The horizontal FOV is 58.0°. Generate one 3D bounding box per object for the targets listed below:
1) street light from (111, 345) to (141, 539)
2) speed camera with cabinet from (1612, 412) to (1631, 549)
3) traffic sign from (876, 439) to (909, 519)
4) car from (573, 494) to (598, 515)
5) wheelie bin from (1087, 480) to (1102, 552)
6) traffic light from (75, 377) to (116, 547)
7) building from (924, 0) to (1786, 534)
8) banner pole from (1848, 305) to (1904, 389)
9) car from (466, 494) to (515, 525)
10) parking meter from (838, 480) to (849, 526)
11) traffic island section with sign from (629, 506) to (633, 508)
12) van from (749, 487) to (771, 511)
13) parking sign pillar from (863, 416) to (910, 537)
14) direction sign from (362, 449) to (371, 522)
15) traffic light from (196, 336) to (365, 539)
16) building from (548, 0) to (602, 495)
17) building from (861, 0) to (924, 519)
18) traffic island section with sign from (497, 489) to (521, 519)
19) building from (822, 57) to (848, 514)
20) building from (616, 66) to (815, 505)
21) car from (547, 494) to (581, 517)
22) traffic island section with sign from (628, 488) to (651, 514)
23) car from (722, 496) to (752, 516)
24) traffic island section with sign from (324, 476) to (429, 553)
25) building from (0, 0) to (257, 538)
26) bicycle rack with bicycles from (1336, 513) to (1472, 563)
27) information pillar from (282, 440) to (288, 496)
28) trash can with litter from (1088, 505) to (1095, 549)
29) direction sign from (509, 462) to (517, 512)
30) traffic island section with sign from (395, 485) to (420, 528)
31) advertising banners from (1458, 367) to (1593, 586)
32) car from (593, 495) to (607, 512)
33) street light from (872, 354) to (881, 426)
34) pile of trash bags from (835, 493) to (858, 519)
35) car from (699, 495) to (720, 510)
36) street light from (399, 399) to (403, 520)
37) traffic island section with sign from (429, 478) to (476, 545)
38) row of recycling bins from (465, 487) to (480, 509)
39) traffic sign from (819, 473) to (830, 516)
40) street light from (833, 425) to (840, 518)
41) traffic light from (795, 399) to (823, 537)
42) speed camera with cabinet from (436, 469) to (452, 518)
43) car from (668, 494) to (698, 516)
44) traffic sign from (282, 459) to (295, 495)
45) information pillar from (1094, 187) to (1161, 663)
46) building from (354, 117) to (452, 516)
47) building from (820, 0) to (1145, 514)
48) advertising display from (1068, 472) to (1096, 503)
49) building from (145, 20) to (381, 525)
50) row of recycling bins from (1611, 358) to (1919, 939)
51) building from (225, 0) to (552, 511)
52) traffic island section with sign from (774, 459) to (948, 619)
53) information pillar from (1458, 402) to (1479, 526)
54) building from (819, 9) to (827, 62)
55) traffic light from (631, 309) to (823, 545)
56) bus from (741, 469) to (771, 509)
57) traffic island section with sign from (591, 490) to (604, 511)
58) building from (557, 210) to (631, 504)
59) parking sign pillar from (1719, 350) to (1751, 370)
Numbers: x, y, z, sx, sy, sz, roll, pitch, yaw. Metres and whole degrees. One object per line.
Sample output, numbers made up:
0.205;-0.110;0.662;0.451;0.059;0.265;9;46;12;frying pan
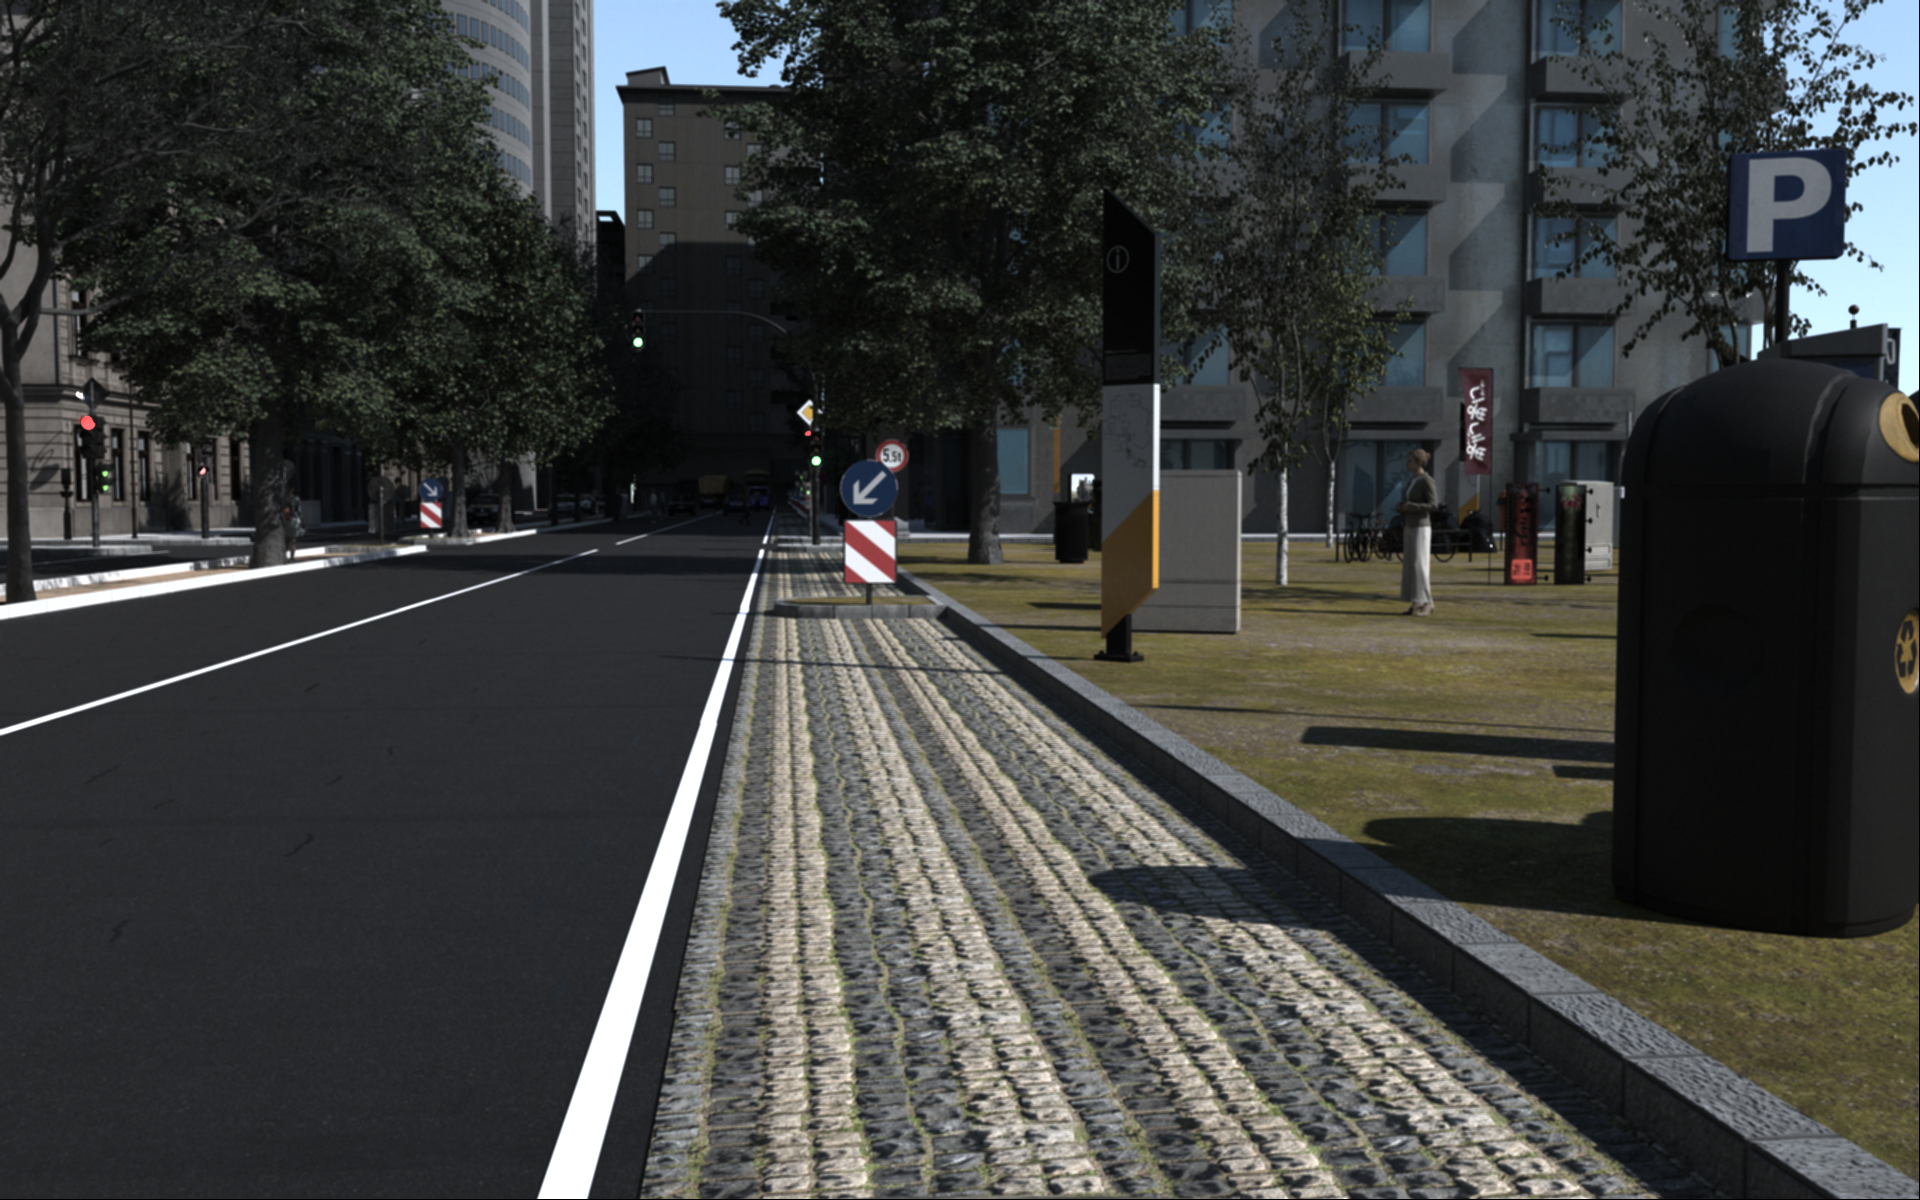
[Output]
-23.724;-4.699;49.611;0.468;5.910;1.993;0;4;-6;street light
15.845;-2.869;41.249;0.660;3.252;2.038;3;5;40;speed camera with cabinet
-1.581;-2.463;40.378;0.768;2.556;0.104;0;4;-3;traffic sign
-25.721;-6.481;117.765;2.131;1.459;4.920;0;4;-6;car
3.322;-1.882;38.673;0.980;1.594;0.693;0;4;5;wheelie bin
-20.808;-3.224;41.640;0.839;4.253;0.868;0;4;-6;traffic light
12.545;-27.224;64.727;30.456;49.044;23.786;0;4;-6;building
12.051;-2.018;23.013;0.863;3.779;0.401;0;4;0;banner pole
-22.185;-4.407;81.842;2.009;1.686;4.222;0;4;-4;car
-4.729;-3.962;70.497;0.399;1.863;0.255;-3;4;-35;parking meter
-34.755;-10.381;178.352;1.989;1.847;2.006;0;4;-6;traffic island section with sign
-17.176;-8.754;147.514;2.240;2.365;5.245;0;4;-7;van
-2.224;-3.874;51.804;1.447;3.967;1.447;-1;4;-18;parking sign pillar
-27.037;-5.333;79.196;0.379;3.537;0.876;1;4;15;direction sign
-19.564;-4.597;49.833;4.771;5.953;1.251;0;4;-6;traffic light
-50.532;-45.762;186.468;20.611;71.187;20.563;0;4;-6;building
1.263;-19.857;96.367;14.160;30.474;14.107;0;4;-6;building
-26.709;-5.657;101.125;1.989;1.847;2.006;0;4;-6;traffic island section with sign
-2.343;-21.191;118.178;14.160;30.474;14.107;0;4;-6;building
-28.814;-38.780;223.291;27.495;52.752;28.713;0;4;-6;building
-24.742;-5.898;108.432;2.014;1.417;4.499;0;4;-8;car
-22.949;-7.134;124.778;2.006;1.907;1.989;0;4;-6;traffic island section with sign
-14.705;-6.202;113.989;1.945;1.354;3.894;0;4;-6;car
-14.398;-2.112;42.675;2.006;1.907;1.989;0;4;-6;traffic island section with sign
-31.633;-11.856;58.469;10.561;19.102;19.286;0;4;-6;building
8.176;-1.181;32.692;2.925;0.926;2.852;-3;5;-41;bicycle rack with bicycles
-25.669;-4.535;65.508;0.504;3.616;0.183;0;4;-4;information pillar
3.138;-1.785;40.575;0.624;1.170;1.055;0;4;3;trash can with litter
-31.837;-8.031;123.302;0.876;3.537;0.379;3;5;41;direction sign
-23.906;-4.015;74.277;1.989;1.847;2.006;0;4;-6;traffic island section with sign
7.889;-1.713;24.199;2.074;3.025;0.090;-1;4;-12;advertising banners
-27.524;-7.298;131.902;1.945;1.354;3.894;0;4;-4;car
-2.797;-5.087;55.967;0.468;5.910;1.993;0;4;-6;street light
-4.435;-4.307;80.167;1.912;1.369;3.447;3;5;41;pile of trash bags
-23.321;-9.080;161.034;1.945;1.354;3.894;0;4;-7;car
-27.365;-6.845;84.696;0.468;5.910;1.993;0;4;-6;street light
-15.156;-2.563;50.043;2.006;1.907;1.989;0;4;-6;traffic island section with sign
-29.944;-6.028;105.678;1.069;1.692;3.534;0;4;-7;row of recycling bins
-8.123;-6.306;103.217;0.768;2.556;0.104;0;4;0;traffic sign
-6.494;-7.227;90.948;0.468;5.910;1.993;0;4;-6;street light
-4.468;-3.820;51.379;0.839;4.253;0.868;0;4;-6;traffic light
-28.013;-6.106;94.174;0.660;3.252;2.038;0;4;-2;speed camera with cabinet
-18.677;-6.522;116.421;2.009;1.686;4.222;0;4;-6;car
-24.838;-3.890;63.712;0.768;2.556;0.104;0;4;-2;traffic sign
1.286;-1.335;13.178;0.504;3.616;0.183;3;5;39;information pillar
-38.914;-17.412;103.768;14.460;24.649;34.723;0;4;-6;building
0.282;-32.126;144.870;23.786;49.044;30.456;0;4;-6;building
3.641;-2.846;51.753;0.974;1.923;0.123;-3;4;-36;advertising display
-32.996;-13.990;77.887;9.793;20.994;18.267;0;4;-6;building
3.803;0.086;5.703;3.534;1.692;1.069;-1;4;-12;row of recycling bins
-44.685;-36.333;136.048;21.231;58.520;28.212;0;4;-6;building
-1.226;-0.737;20.671;1.989;1.847;2.006;0;4;-6;traffic island section with sign
12.853;-3.206;43.780;0.504;3.616;0.183;2;4;23;information pillar
-0.679;-36.628;188.112;28.713;52.752;27.495;0;4;-6;building
-5.713;-4.184;43.080;4.771;5.953;1.251;0;4;-6;traffic light
-20.215;-11.043;172.103;2.896;3.916;12.252;0;4;-7;bus
-31.956;-8.741;151.542;1.989;1.847;2.006;0;4;-6;traffic island section with sign
-54.551;-32.440;222.273;23.993;40.220;32.217;0;4;-6;building
13.959;-2.566;30.423;1.447;3.967;1.447;3;4;38;parking sign pillar
